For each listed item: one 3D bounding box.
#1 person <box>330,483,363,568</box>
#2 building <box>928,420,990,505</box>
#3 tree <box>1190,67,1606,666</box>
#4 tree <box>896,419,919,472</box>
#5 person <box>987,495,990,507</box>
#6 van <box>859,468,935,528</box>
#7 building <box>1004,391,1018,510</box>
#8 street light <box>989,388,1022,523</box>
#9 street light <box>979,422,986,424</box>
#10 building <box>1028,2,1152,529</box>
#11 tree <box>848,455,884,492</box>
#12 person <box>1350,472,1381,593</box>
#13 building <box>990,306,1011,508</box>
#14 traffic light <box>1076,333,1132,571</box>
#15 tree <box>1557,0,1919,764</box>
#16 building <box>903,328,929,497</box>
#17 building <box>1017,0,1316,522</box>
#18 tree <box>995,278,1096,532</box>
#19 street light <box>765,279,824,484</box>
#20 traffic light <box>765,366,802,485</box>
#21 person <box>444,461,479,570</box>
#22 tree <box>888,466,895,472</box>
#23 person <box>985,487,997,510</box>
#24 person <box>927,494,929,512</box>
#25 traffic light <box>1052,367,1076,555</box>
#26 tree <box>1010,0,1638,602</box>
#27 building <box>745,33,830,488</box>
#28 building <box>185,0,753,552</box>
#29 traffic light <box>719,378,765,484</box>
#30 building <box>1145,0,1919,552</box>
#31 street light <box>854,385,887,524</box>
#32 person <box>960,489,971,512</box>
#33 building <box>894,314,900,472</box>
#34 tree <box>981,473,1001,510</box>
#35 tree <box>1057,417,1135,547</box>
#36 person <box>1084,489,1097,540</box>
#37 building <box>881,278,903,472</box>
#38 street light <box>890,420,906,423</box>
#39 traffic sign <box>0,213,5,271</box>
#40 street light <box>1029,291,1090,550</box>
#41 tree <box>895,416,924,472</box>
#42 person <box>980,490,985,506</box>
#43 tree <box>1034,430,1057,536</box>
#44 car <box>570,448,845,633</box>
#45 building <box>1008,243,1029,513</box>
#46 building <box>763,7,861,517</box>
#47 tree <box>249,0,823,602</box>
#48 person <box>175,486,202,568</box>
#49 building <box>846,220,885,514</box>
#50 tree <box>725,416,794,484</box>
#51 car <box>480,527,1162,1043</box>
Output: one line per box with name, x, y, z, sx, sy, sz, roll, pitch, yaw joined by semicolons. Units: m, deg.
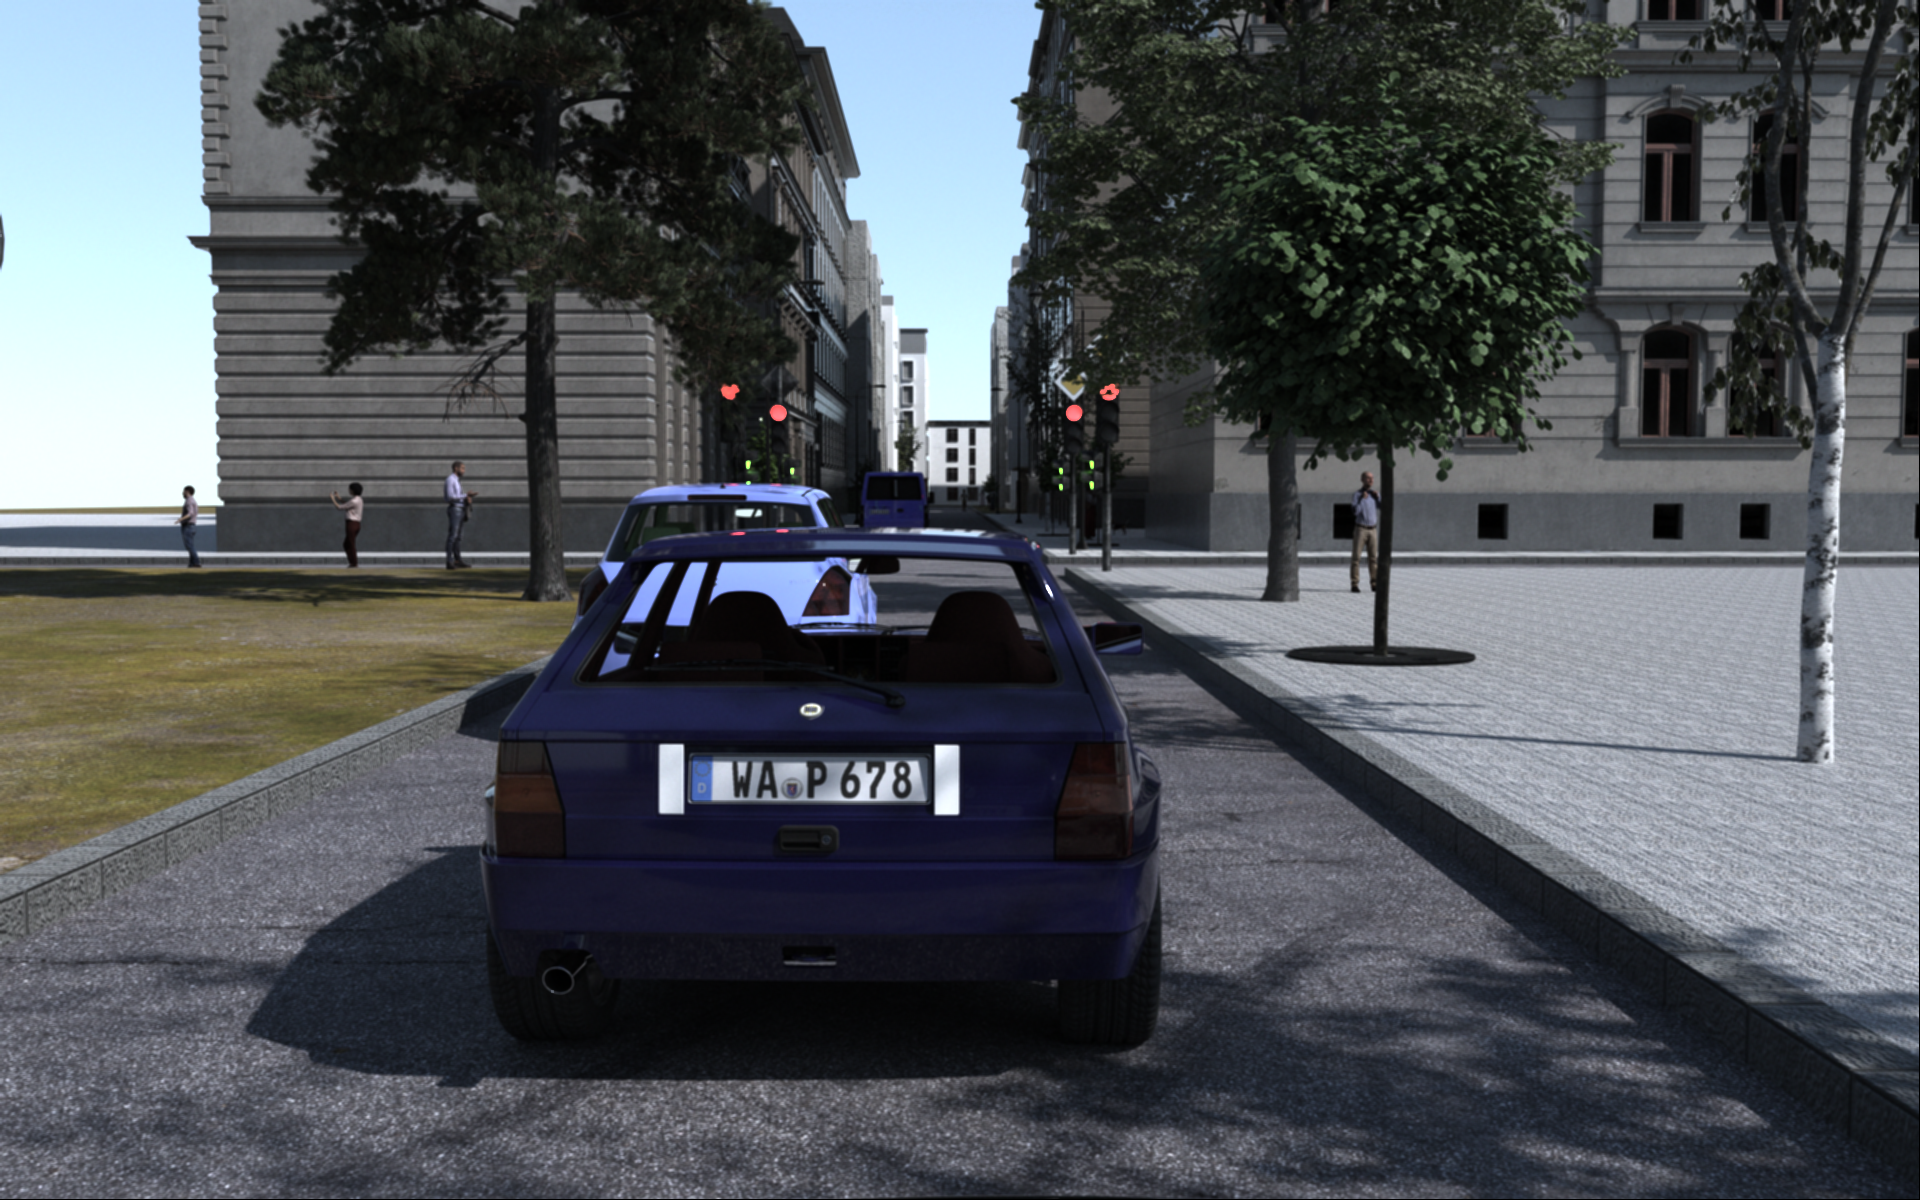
person;-11.432;-1.368;32.323;0.566;1.644;0.517;3;5;39
building;10.363;-15.883;201.837;28.070;9.664;9.099;0;4;0
tree;3.266;-1.816;13.400;4.285;4.588;4.351;0;3;0
tree;-5.720;-13.316;168.083;4.360;8.622;3.978;0;3;0
person;2.905;-9.594;166.141;0.697;1.427;0.421;0;4;-3
van;-1.850;-2.783;49.887;2.240;2.365;5.245;0;4;-1
building;8.560;-12.192;141.486;9.099;9.664;28.070;0;4;0
street light;2.044;-6.325;75.948;1.470;5.913;1.316;0;4;0
street light;1.899;-8.502;111.548;1.470;5.913;1.316;0;4;0
building;9.730;-17.030;75.699;12.463;27.353;25.104;0;4;0
tree;-4.685;-5.531;85.033;1.663;3.219;1.824;0;3;0
person;5.332;-0.889;22.638;0.516;1.574;0.319;-1;4;-13
building;11.751;-18.662;171.581;16.747;18.905;31.486;0;4;0
traffic light;2.420;-2.413;28.702;0.839;4.213;0.868;0;4;0
tree;4.341;-3.532;8.108;4.360;8.622;3.978;0;3;0
building;-9.375;-21.250;203.856;11.380;20.091;16.016;0;4;0
building;10.580;-19.117;99.951;14.401;28.519;23.554;0;4;0
tree;3.171;-6.633;58.813;4.360;8.622;3.978;0;3;0
street light;-3.634;-3.978;37.586;1.470;5.913;1.316;0;4;0
traffic light;-3.786;-2.899;36.636;0.839;4.213;0.868;0;4;0
person;-8.482;-1.448;29.580;0.599;1.838;0.709;0;4;-2
tree;-4.735;-7.548;118.014;1.663;3.219;1.824;0;3;0
person;2.549;-7.960;136.272;1.350;1.814;0.705;3;5;44
person;-2.489;-7.326;131.511;0.991;1.433;0.599;-1;4;-16
traffic light;2.375;-2.902;36.687;0.839;4.213;0.868;0;4;0
tree;4.261;-6.264;20.544;7.486;12.596;7.792;0;3;0
building;-10.897;-12.339;66.367;10.561;19.102;19.286;0;4;0
building;-11.628;-13.320;46.653;11.050;23.489;19.941;0;4;0
traffic light;-3.741;-2.410;28.651;0.839;4.213;0.868;0;4;0
building;16.611;-15.678;43.730;23.554;28.519;14.401;0;4;0
street light;-3.843;-6.186;73.686;1.470;5.913;1.316;0;4;0
person;0.372;-8.165;142.004;0.705;1.824;1.348;3;5;39
building;-22.176;-19.105;178.816;31.486;18.905;16.747;0;4;0
tree;2.654;-9.093;143.273;1.663;3.219;1.824;0;3;0
tree;3.401;-2.951;42.856;1.663;3.219;1.824;0;3;0
person;3.684;-2.471;48.904;0.387;1.526;0.523;0;4;1
building;-13.356;-17.929;149.566;16.016;20.091;11.380;0;4;0
street light;-4.108;-8.356;109.153;1.470;5.913;1.316;0;4;0
traffic sign;-3.717;-0.364;6.056;0.768;2.556;0.104;0;4;2
street light;2.269;-4.110;39.738;1.470;5.913;1.316;0;4;0
tree;-5.590;-12.916;161.541;4.737;8.622;4.395;0;3;0
person;2.317;-10.596;179.949;0.621;1.740;0.551;3;5;40
tree;2.817;-3.565;52.891;1.663;3.219;1.824;0;3;0
car;-1.416;-0.107;11.334;1.945;1.707;3.694;0;4;-1
building;11.427;-16.198;121.250;16.016;20.091;11.380;0;4;0
building;-14.018;-15.754;90.860;16.112;22.955;30.059;0;4;0
tree;-5.032;-6.029;20.626;6.751;12.117;7.091;0;3;0
person;-14.294;-1.322;32.079;0.435;1.587;0.963;-1;4;-22
building;-14.494;-15.978;127.699;16.747;18.905;31.486;0;4;0
tree;-5.006;-2.962;43.032;1.663;3.219;1.824;0;3;0
car;-0.311;0.410;5.877;1.945;1.354;3.894;0;4;1
